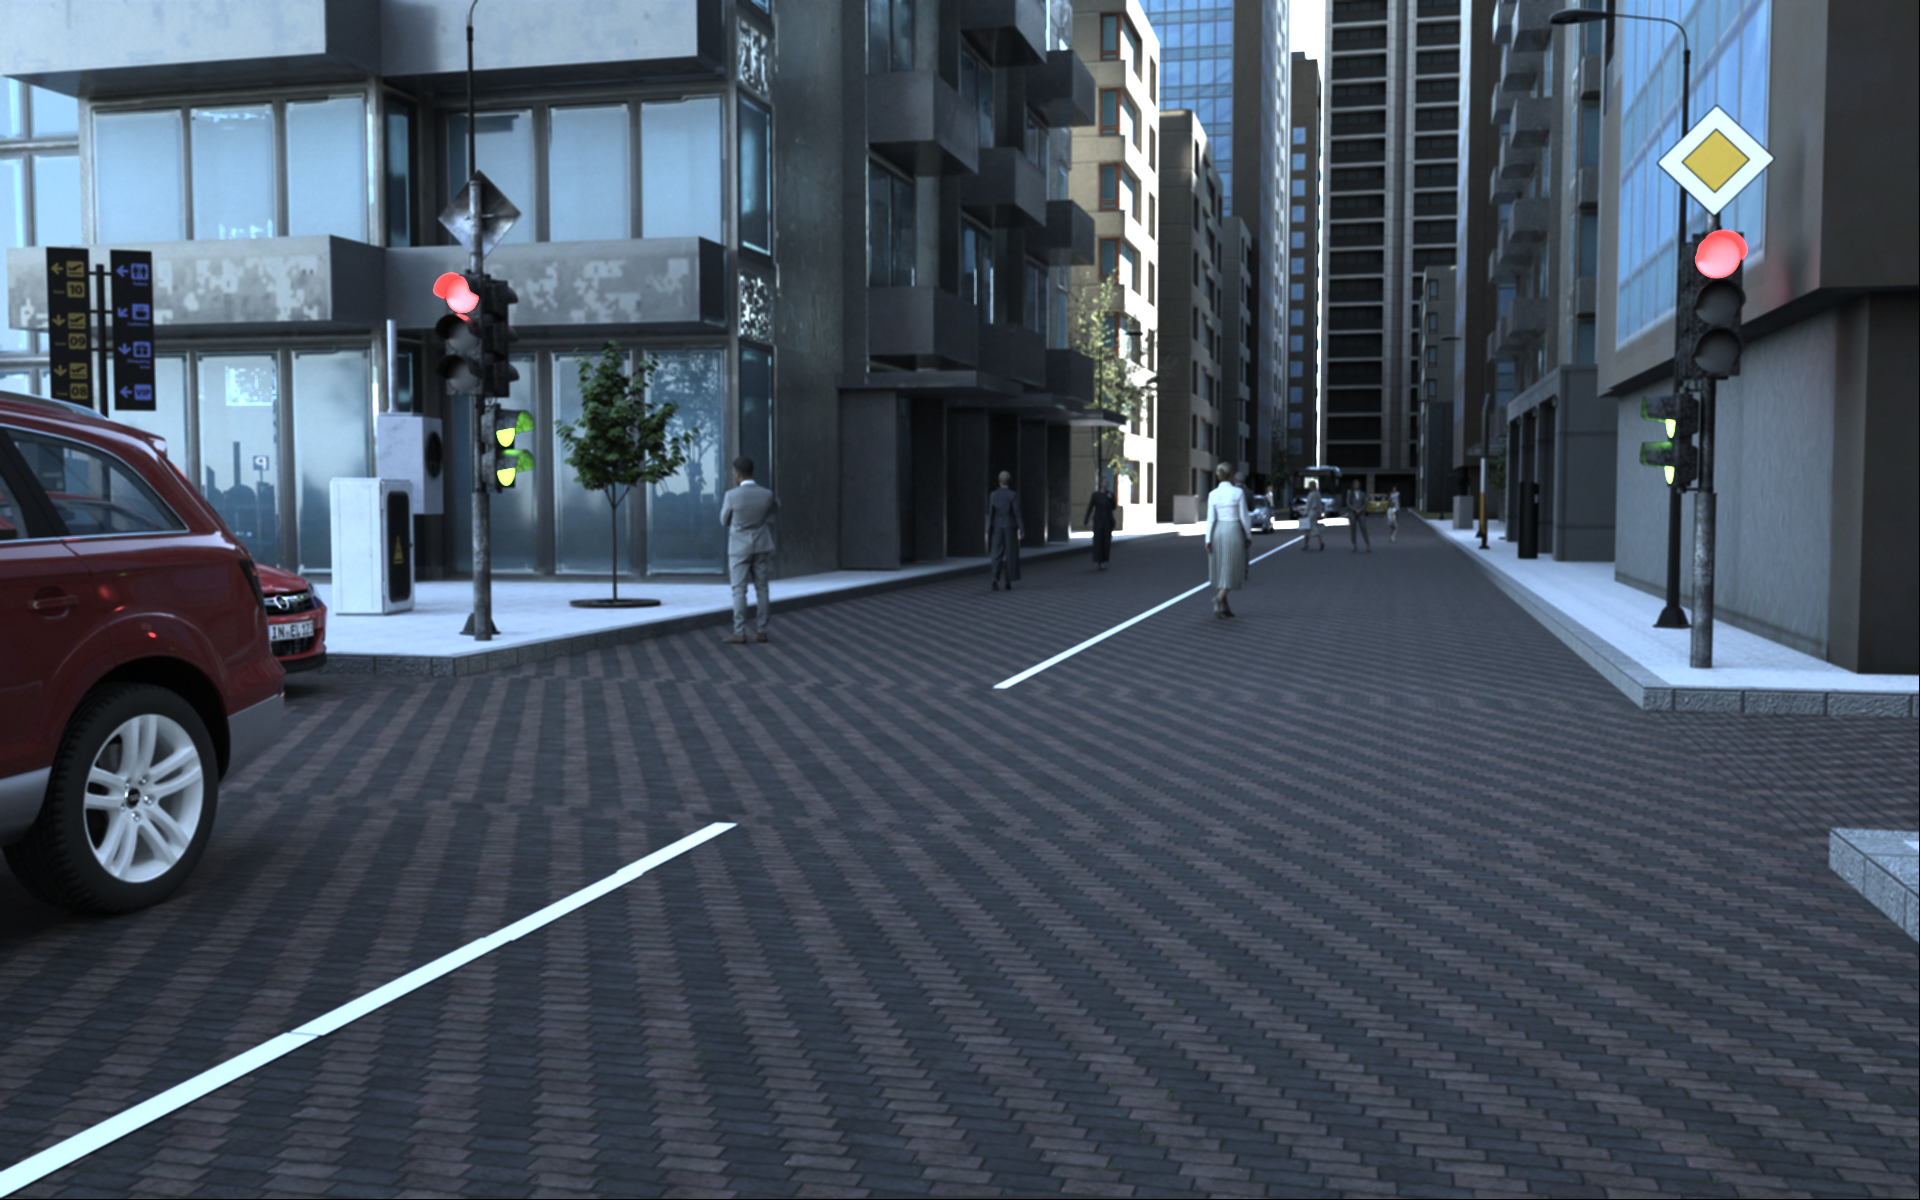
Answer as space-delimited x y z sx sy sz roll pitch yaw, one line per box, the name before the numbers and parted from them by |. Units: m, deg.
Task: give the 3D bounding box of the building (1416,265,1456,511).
building | 52.155 -18.181 142.296 27.650 21.520 28.899 1 4 14

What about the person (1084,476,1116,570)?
person | 2.677 -1.469 32.935 0.576 1.772 0.534 -2 4 -30

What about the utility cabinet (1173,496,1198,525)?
utility cabinet | 9.450 -3.751 72.486 1.020 1.237 0.306 2 4 34

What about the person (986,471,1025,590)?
person | 0.680 -1.033 25.813 0.576 1.772 0.534 0 4 3

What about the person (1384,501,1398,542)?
person | 12.896 -2.351 51.956 0.382 1.210 0.505 -3 4 -36

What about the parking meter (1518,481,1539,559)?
parking meter | 11.291 -1.590 34.400 0.372 1.533 0.369 0 3 0

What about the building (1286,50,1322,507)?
building | 29.315 -32.213 176.786 14.200 45.320 14.600 1 4 14

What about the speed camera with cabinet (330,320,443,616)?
speed camera with cabinet | -6.285 -1.514 19.090 0.660 3.252 2.038 0 4 1

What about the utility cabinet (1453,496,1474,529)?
utility cabinet | 18.434 -3.199 63.463 0.306 1.237 1.020 3 5 44

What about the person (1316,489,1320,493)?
person | 20.406 -5.588 99.728 0.599 1.838 0.709 -2 4 -35

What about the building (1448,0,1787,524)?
building | 33.540 -26.938 90.551 14.600 45.320 14.200 1 4 14

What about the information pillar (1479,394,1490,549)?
information pillar | 12.241 -2.999 40.394 0.183 3.616 0.504 2 4 28

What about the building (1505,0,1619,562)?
building | 22.323 -36.358 32.705 20.563 71.187 20.611 1 4 14

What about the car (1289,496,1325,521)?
car | 18.978 -5.012 94.525 1.945 1.354 3.894 1 4 15

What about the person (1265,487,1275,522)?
person | 15.433 -4.744 86.293 0.641 1.798 0.478 0 4 -1

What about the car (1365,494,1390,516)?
car | 27.289 -6.286 113.000 2.015 1.641 3.980 1 4 13

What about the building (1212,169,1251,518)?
building | 2.640 -15.951 105.836 27.650 21.520 28.899 1 4 14

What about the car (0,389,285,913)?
car | -4.148 0.240 4.753 2.281 1.827 5.304 1 4 15

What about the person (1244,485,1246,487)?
person | 13.107 -4.360 79.882 0.850 1.850 0.679 -3 5 -44

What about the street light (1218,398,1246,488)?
street light | 13.121 -6.819 84.035 1.470 5.913 1.316 1 4 14

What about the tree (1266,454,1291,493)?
tree | 25.003 -9.491 138.884 4.285 4.588 4.351 0 3 0

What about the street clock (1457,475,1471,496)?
street clock | 19.330 -3.785 66.456 0.471 2.002 0.358 -1 4 -18

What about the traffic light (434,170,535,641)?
traffic light | -4.163 -1.598 15.053 0.839 4.253 0.868 1 4 14

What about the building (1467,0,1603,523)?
building | 32.254 -27.266 65.410 23.786 49.044 30.456 1 4 14

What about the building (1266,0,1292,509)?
building | 18.437 -43.770 153.890 20.611 71.187 20.563 1 4 14

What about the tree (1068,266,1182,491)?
tree | 4.667 -6.453 55.877 4.360 8.622 3.978 0 3 0

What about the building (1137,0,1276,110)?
building | 15.064 -28.997 124.205 14.600 45.320 14.200 1 4 14

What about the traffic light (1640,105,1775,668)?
traffic light | 5.464 -1.454 12.700 0.839 4.253 0.868 1 4 14

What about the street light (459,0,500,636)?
street light | -3.873 -2.630 15.546 1.470 5.913 1.316 1 4 14

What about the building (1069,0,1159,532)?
building | -4.365 -14.121 75.926 27.650 21.520 28.899 1 4 14

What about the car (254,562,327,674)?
car | -6.782 -0.218 12.604 4.494 1.783 2.155 1 4 15

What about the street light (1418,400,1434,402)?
street light | 23.164 -6.882 85.054 1.470 5.913 1.316 1 4 14

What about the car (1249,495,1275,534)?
car | 10.626 -3.171 63.842 2.014 1.417 4.499 1 4 13

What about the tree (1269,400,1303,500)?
tree | 24.365 -11.223 133.859 4.360 8.622 3.978 0 3 0

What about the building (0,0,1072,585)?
building | -9.314 -25.563 37.570 23.786 49.044 30.456 1 4 14

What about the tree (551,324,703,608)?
tree | -4.031 -1.536 19.723 1.663 3.219 1.824 0 3 0

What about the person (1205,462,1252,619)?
person | 3.059 -0.688 19.971 0.478 1.798 0.641 3 4 39

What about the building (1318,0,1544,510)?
building | 47.512 -45.090 175.469 20.611 71.187 20.563 1 4 14

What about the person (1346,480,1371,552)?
person | 9.937 -2.103 43.153 0.520 1.790 0.573 -1 4 -13

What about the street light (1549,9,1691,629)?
street light | 6.341 -2.697 16.644 1.470 5.913 1.316 1 4 14

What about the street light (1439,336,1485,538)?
street light | 14.832 -4.799 51.011 1.470 5.913 1.316 1 4 14

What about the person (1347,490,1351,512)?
person | 30.765 -7.783 136.477 0.721 1.736 1.217 1 4 12

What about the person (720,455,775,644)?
person | -2.080 -0.494 16.764 0.511 1.800 0.466 -3 5 -45

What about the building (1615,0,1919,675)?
building | 14.470 -22.361 15.710 14.200 45.320 14.600 1 4 14

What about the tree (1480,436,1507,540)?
tree | 15.818 -3.328 49.012 1.663 3.219 1.824 0 3 0

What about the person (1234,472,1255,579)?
person | 4.663 -1.267 29.397 0.661 1.801 0.590 -2 4 -25

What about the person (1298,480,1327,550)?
person | 9.031 -2.169 44.319 0.694 1.780 0.624 -2 4 -27

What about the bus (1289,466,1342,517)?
bus | 23.152 -7.160 111.921 2.948 3.499 13.247 1 4 14

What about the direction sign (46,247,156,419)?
direction sign | -7.953 -1.475 16.112 0.876 3.537 0.379 -1 4 -19

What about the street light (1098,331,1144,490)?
street light | 4.551 -4.717 49.664 1.470 5.913 1.316 1 4 14

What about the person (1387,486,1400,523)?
person | 21.037 -4.613 84.010 0.616 1.811 0.778 2 4 25

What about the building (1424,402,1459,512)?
building | 42.333 -48.833 111.091 22.319 86.520 31.000 1 4 14
